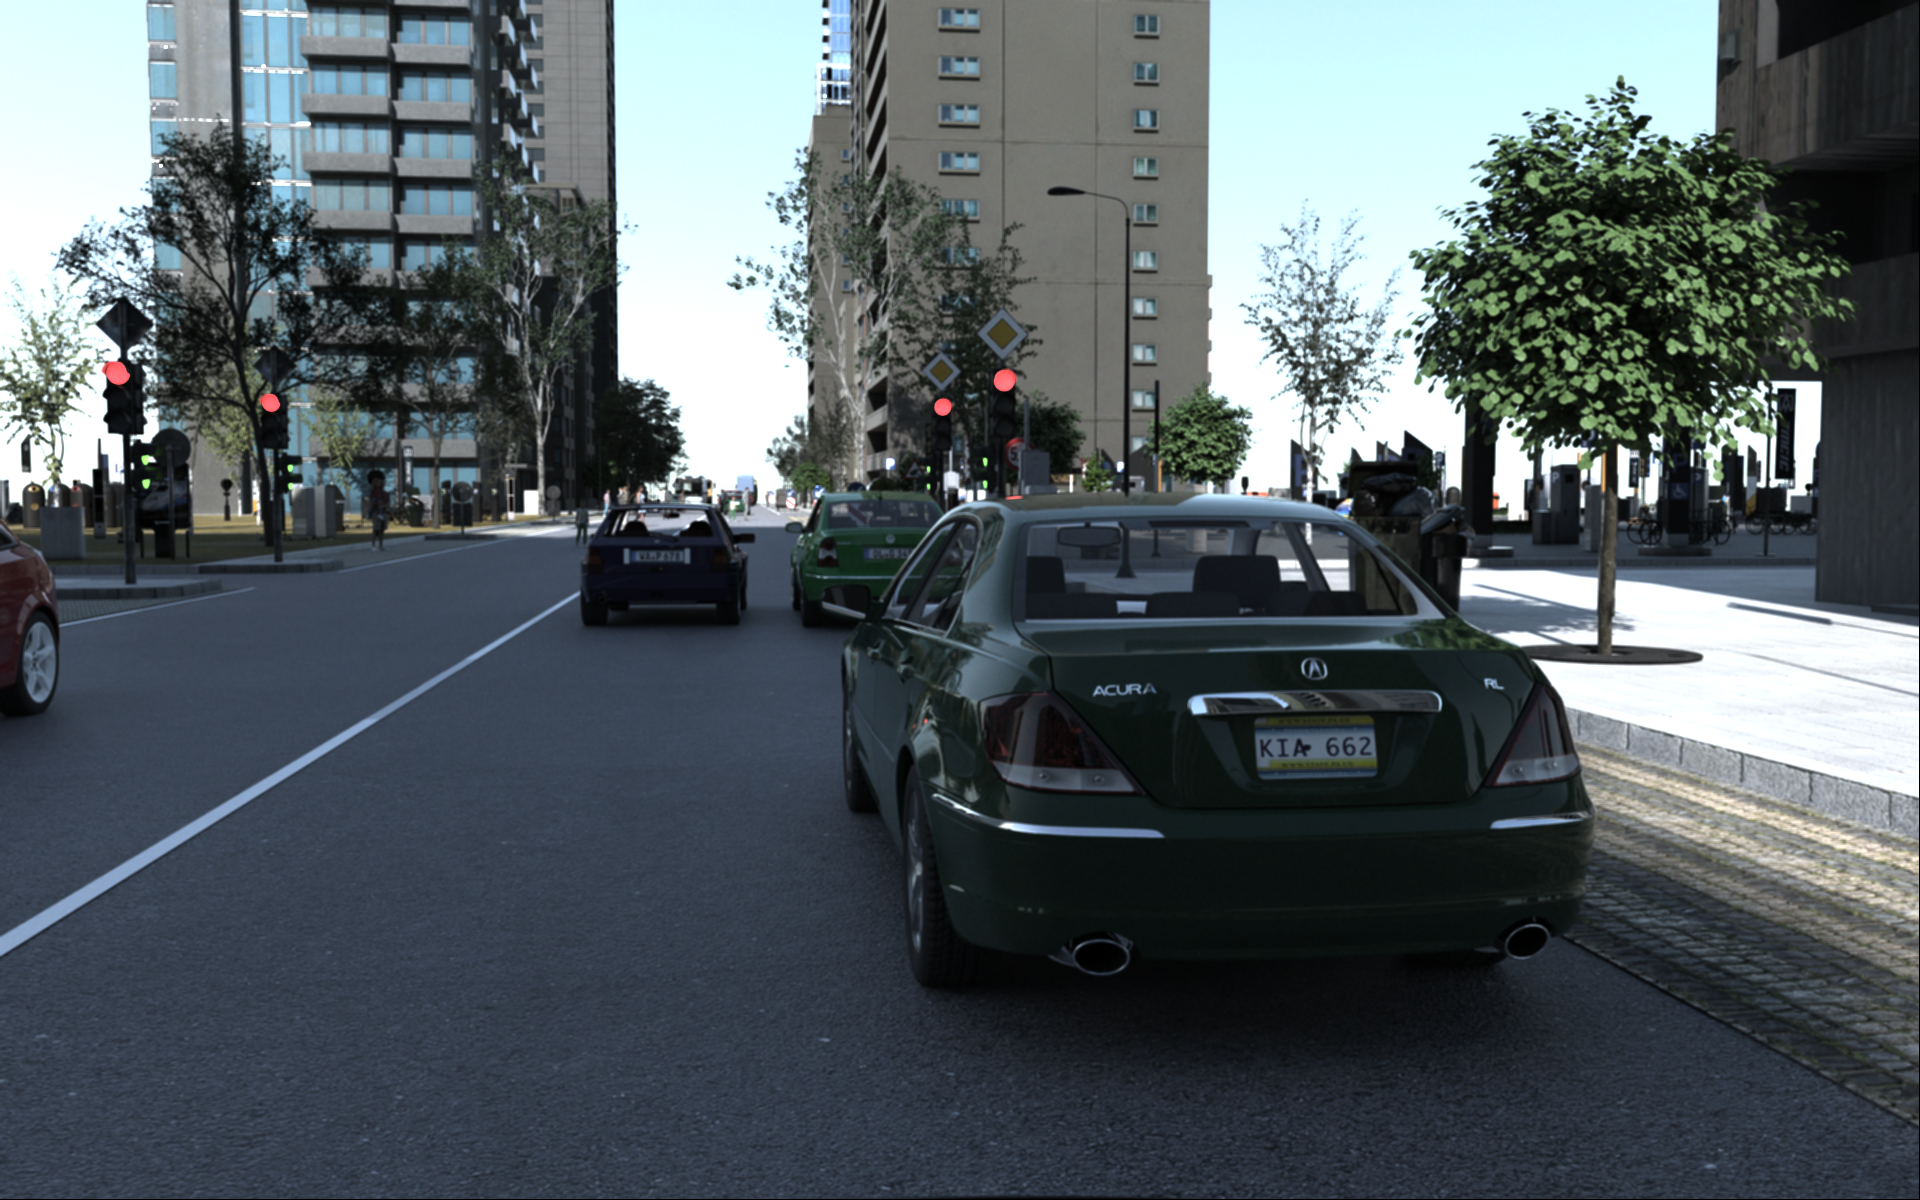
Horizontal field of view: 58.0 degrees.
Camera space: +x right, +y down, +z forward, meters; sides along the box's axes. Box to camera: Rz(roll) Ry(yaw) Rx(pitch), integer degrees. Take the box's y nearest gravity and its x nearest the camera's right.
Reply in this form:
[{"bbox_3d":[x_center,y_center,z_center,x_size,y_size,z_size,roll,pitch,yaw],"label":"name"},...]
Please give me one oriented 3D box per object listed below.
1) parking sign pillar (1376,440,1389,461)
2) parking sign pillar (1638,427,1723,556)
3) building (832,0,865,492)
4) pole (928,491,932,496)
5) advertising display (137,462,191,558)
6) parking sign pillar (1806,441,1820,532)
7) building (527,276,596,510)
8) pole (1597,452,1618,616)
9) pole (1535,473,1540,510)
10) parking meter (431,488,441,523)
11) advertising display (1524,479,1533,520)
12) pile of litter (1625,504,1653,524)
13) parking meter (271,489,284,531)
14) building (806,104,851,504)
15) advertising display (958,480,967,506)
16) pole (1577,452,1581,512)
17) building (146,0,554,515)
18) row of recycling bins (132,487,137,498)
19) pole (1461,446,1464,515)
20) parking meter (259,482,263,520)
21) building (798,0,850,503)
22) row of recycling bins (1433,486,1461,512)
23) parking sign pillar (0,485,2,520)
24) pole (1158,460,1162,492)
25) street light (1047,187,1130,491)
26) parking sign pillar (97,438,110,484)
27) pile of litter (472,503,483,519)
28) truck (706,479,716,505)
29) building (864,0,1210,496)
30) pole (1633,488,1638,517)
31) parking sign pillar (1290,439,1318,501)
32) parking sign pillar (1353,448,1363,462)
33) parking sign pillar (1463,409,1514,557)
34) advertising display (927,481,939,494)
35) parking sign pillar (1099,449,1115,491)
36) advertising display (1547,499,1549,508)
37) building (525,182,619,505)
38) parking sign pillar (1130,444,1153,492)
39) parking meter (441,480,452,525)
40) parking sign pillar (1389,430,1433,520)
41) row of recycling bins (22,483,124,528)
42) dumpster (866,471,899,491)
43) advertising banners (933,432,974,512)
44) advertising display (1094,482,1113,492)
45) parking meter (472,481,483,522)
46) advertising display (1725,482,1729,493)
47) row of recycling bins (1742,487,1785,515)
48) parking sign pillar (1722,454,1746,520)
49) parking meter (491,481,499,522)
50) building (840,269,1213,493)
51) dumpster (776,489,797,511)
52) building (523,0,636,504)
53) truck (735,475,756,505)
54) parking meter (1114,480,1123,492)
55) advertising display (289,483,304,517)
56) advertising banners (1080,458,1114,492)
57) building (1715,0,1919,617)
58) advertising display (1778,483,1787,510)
[{"bbox_3d":[21.122,-5.918,85.229,1.447,3.967,1.447,1,4,14],"label":"parking sign pillar"},{"bbox_3d":[15.063,-2.930,36.380,1.447,3.967,1.447,1,4,17],"label":"parking sign pillar"},{"bbox_3d":[-2.232,-44.852,171.579,20.563,71.187,20.611,0,4,-7],"label":"building"},{"bbox_3d":[-1.021,-4.063,60.273,0.158,3.312,0.155,0,3,0],"label":"pole"},{"bbox_3d":[-16.007,-1.812,34.833,0.974,1.923,0.123,-1,4,-15],"label":"advertising display"},{"bbox_3d":[29.888,-4.339,59.418,1.447,3.967,1.447,-1,4,-23],"label":"parking sign pillar"},{"bbox_3d":[-47.052,-18.670,150.293,27.650,21.520,28.899,0,4,-7],"label":"building"},{"bbox_3d":[6.818,-1.489,18.181,0.158,3.312,0.155,0,3,0],"label":"pole"},{"bbox_3d":[23.937,-4.772,71.862,0.158,3.312,0.155,0,3,0],"label":"pole"},{"bbox_3d":[-22.908,-4.118,75.735,0.372,1.533,0.369,0,3,0],"label":"parking meter"},{"bbox_3d":[24.254,-4.177,73.514,0.974,1.923,0.123,-3,5,-41],"label":"advertising display"},{"bbox_3d":[28.941,-3.668,73.938,1.719,0.858,1.176,-2,4,-35],"label":"pile of litter"},{"bbox_3d":[-23.637,-3.155,59.991,0.372,1.533,0.369,0,3,0],"label":"parking meter"},{"bbox_3d":[-7.720,-36.040,212.961,21.300,48.544,21.600,0,4,-7],"label":"building"},{"bbox_3d":[-0.138,-4.364,76.567,0.974,1.923,0.123,2,4,30],"label":"advertising display"},{"bbox_3d":[30.043,-5.520,84.091,0.158,3.312,0.155,0,3,0],"label":"pole"},{"bbox_3d":[-41.576,-30.622,120.286,23.786,49.044,30.456,0,4,-7],"label":"building"},{"bbox_3d":[-33.560,-3.843,69.952,1.069,1.692,3.534,0,4,0],"label":"row of recycling bins"},{"bbox_3d":[21.320,-4.860,73.310,0.158,3.312,0.155,0,3,0],"label":"pole"},{"bbox_3d":[-34.331,-4.852,85.039,0.255,1.863,0.399,0,4,3],"label":"parking meter"},{"bbox_3d":[-12.103,-57.451,251.995,22.319,86.520,31.000,0,4,-7],"label":"building"},{"bbox_3d":[25.440,-5.319,94.072,3.534,1.692,1.069,2,4,34],"label":"row of recycling bins"},{"bbox_3d":[-18.604,-2.675,32.207,1.447,3.967,1.447,2,4,28],"label":"parking sign pillar"},{"bbox_3d":[7.195,-4.208,62.646,0.158,3.312,0.155,0,3,0],"label":"pole"},{"bbox_3d":[2.014,-3.295,26.408,1.470,5.913,1.316,0,4,-7],"label":"street light"},{"bbox_3d":[-41.401,-5.823,83.686,1.447,3.967,1.447,-2,4,-28],"label":"parking sign pillar"},{"bbox_3d":[-25.695,-4.691,90.657,1.176,0.858,1.719,-3,5,-39],"label":"pile of litter"},{"bbox_3d":[-33.615,-14.067,225.916,3.469,3.379,9.791,-1,4,-8],"label":"truck"},{"bbox_3d":[4.653,-30.474,121.947,21.300,48.544,21.600,0,4,-7],"label":"building"},{"bbox_3d":[34.891,-5.842,89.360,0.158,3.312,0.155,0,3,0],"label":"pole"},{"bbox_3d":[16.779,-5.870,84.448,1.447,3.967,1.447,-1,4,-15],"label":"parking sign pillar"},{"bbox_3d":[23.801,-6.994,102.830,1.447,3.967,1.447,3,4,39],"label":"parking sign pillar"},{"bbox_3d":[10.670,-2.884,35.624,1.447,3.967,1.447,1,4,8],"label":"parking sign pillar"},{"bbox_3d":[-1.232,-4.942,86.009,0.974,1.923,0.123,-3,4,-37],"label":"advertising display"},{"bbox_3d":[8.671,-7.002,102.955,1.447,3.967,1.447,-2,4,-28],"label":"parking sign pillar"},{"bbox_3d":[28.485,-4.890,85.166,0.974,1.923,0.123,-1,4,-13],"label":"advertising display"},{"bbox_3d":[-56.115,-31.217,202.278,32.217,40.220,23.993,0,4,-7],"label":"building"},{"bbox_3d":[8.515,-5.630,80.515,1.447,3.967,1.447,0,4,2],"label":"parking sign pillar"},{"bbox_3d":[-21.647,-4.115,72.986,0.255,1.863,0.399,1,4,18],"label":"parking meter"},{"bbox_3d":[19.005,-5.117,72.142,1.447,3.967,1.447,3,5,44],"label":"parking sign pillar"},{"bbox_3d":[-33.523,-3.555,65.232,3.534,1.692,1.069,0,4,1],"label":"row of recycling bins"},{"bbox_3d":[-3.227,-4.346,73.545,1.502,2.255,1.985,0,4,-7],"label":"dumpster"},{"bbox_3d":[-0.219,-3.266,49.580,0.090,3.025,2.074,-2,4,-35],"label":"advertising banners"},{"bbox_3d":[6.382,-4.451,77.988,0.974,1.923,0.123,-1,4,-12],"label":"advertising display"},{"bbox_3d":[-21.852,-4.450,78.465,0.399,1.863,0.255,1,4,13],"label":"parking meter"},{"bbox_3d":[41.568,-5.401,93.518,0.974,1.923,0.123,-3,5,-43],"label":"advertising display"},{"bbox_3d":[44.494,-5.449,96.205,1.069,1.692,3.534,-1,4,-12],"label":"row of recycling bins"},{"bbox_3d":[39.001,-6.030,87.070,1.447,3.967,1.447,1,4,13],"label":"parking sign pillar"},{"bbox_3d":[-21.167,-4.475,78.869,0.255,1.863,0.399,0,4,0],"label":"parking meter"},{"bbox_3d":[4.326,-18.592,149.016,27.650,21.520,28.899,0,4,-7],"label":"building"},{"bbox_3d":[-15.059,-8.674,150.037,1.865,1.857,1.264,0,4,-8],"label":"dumpster"},{"bbox_3d":[-52.876,-48.069,224.177,20.563,71.187,20.611,0,4,-7],"label":"building"},{"bbox_3d":[-29.248,-15.040,235.663,2.967,4.110,18.799,0,4,-6],"label":"truck"},{"bbox_3d":[6.659,-4.080,72.419,0.399,1.863,0.255,1,4,18],"label":"parking meter"},{"bbox_3d":[-37.757,-5.712,98.605,0.123,1.923,0.974,2,4,26],"label":"advertising display"},{"bbox_3d":[6.805,-5.343,83.547,2.074,3.025,0.090,0,4,-1],"label":"advertising banners"},{"bbox_3d":[15.870,-15.036,17.534,14.160,30.474,14.107,0,4,-7],"label":"building"},{"bbox_3d":[48.313,-5.906,101.776,0.974,1.923,0.123,-3,5,-40],"label":"advertising display"}]
